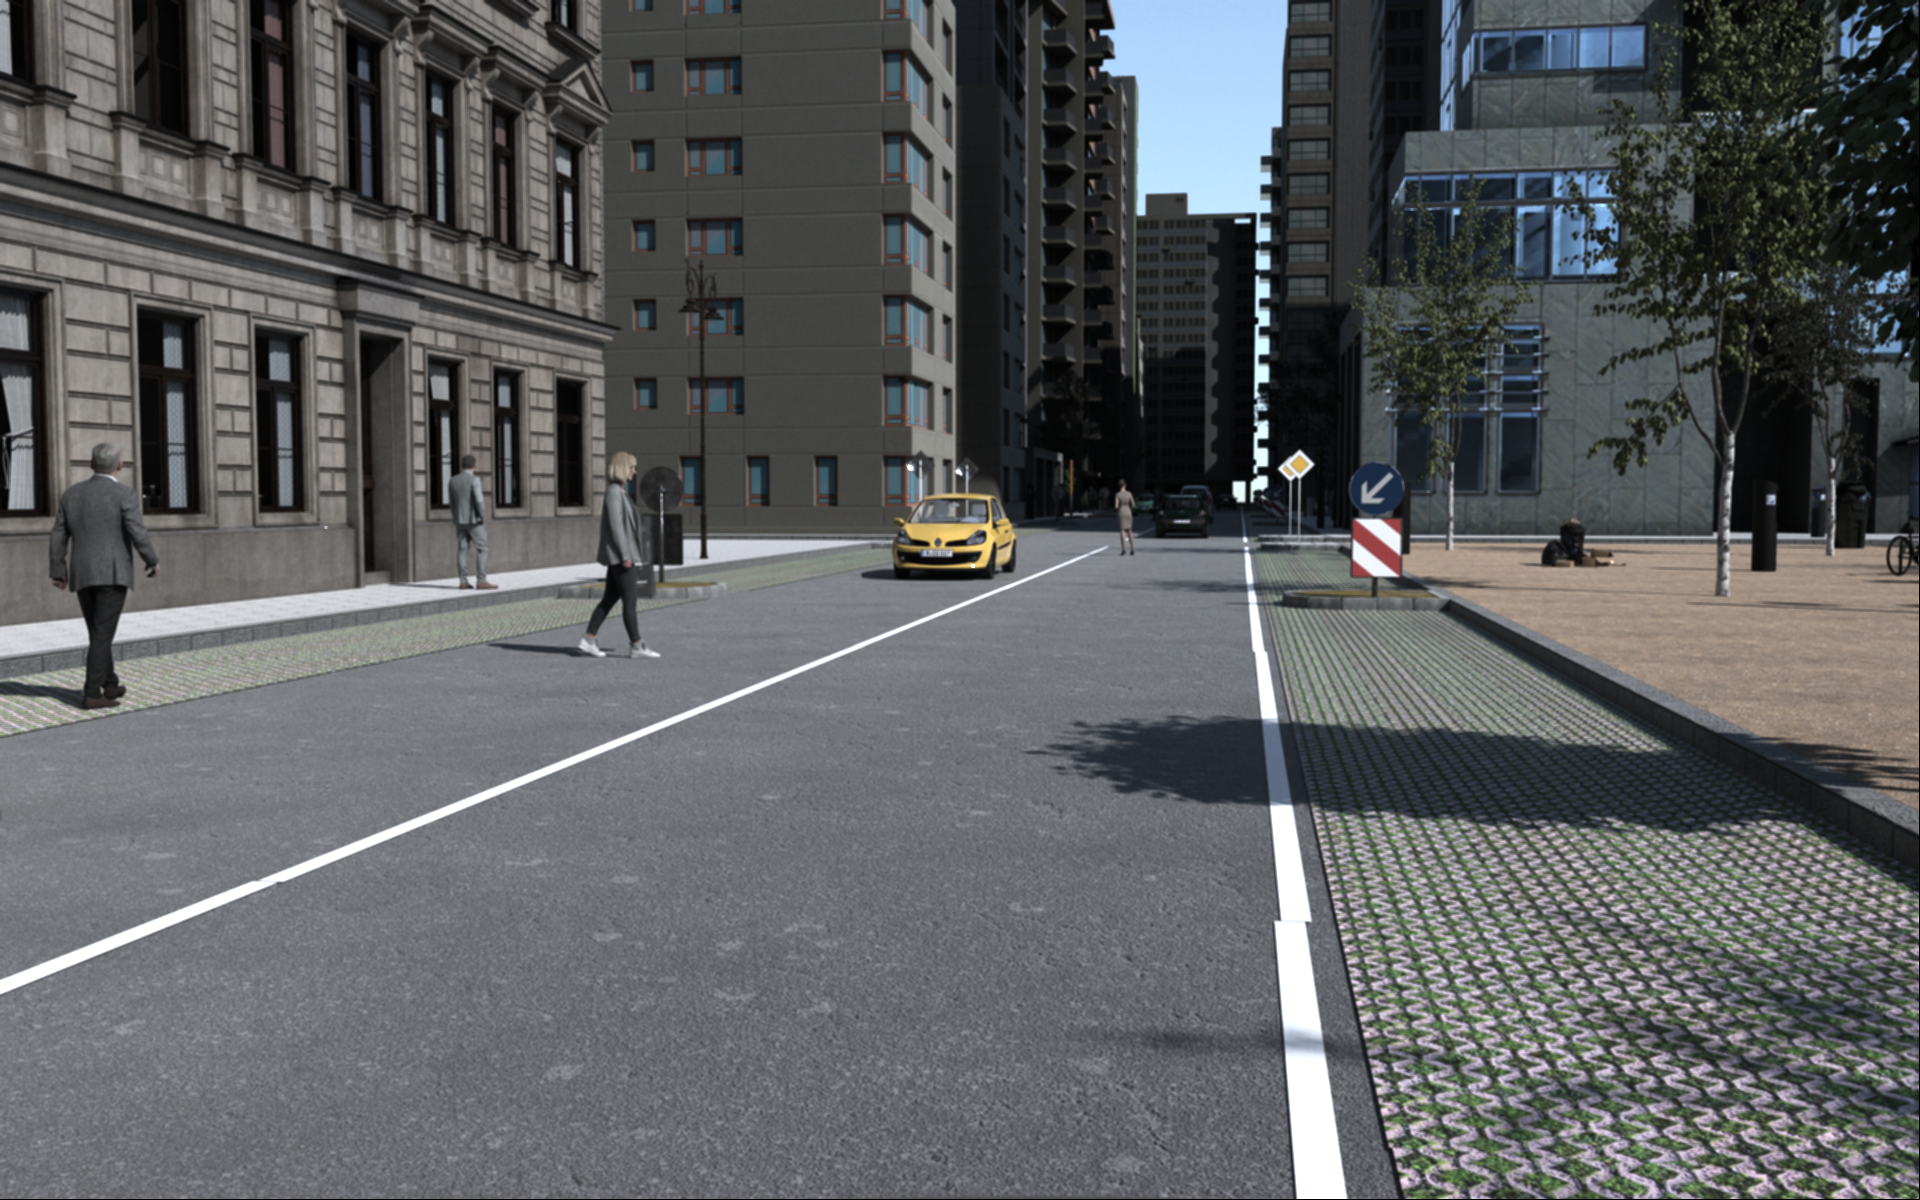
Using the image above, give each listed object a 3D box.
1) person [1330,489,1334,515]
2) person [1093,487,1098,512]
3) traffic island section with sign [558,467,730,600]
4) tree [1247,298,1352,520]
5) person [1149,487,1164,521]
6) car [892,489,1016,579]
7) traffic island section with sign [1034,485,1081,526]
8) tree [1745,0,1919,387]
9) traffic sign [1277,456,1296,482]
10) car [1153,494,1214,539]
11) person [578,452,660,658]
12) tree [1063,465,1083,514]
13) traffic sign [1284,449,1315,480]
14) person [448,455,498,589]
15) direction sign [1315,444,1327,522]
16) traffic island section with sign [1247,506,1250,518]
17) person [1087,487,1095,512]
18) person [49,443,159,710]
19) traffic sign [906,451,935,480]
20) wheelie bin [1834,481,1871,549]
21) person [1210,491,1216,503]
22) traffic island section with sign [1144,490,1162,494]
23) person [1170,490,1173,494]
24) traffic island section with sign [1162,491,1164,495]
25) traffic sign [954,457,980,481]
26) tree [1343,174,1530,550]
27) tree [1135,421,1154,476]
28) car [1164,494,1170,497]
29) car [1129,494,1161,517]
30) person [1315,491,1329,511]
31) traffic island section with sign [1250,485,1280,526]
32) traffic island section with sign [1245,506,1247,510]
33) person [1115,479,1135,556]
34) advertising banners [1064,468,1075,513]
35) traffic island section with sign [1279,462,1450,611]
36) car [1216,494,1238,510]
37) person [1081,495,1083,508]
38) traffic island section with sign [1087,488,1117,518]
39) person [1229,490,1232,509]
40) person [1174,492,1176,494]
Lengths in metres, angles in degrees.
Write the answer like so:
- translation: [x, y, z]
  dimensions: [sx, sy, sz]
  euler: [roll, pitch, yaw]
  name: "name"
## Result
- translation: [18.560, -4.854, 85.424]
  dimensions: [0.660, 1.820, 0.620]
  euler: [2, 4, 23]
  name: "person"
- translation: [9.579, -7.183, 123.830]
  dimensions: [0.601, 1.785, 0.444]
  euler: [1, 4, 17]
  name: "person"
- translation: [-4.337, -0.961, 24.335]
  dimensions: [1.989, 1.847, 2.006]
  euler: [1, 4, 9]
  name: "traffic island section with sign"
- translation: [18.068, -9.104, 83.255]
  dimensions: [8.767, 10.594, 7.601]
  euler: [0, 4, 6]
  name: "tree"
- translation: [10.456, -5.095, 91.764]
  dimensions: [0.822, 1.834, 0.622]
  euler: [1, 4, 18]
  name: "person"
- translation: [-0.061, -1.236, 30.436]
  dimensions: [2.015, 1.641, 3.980]
  euler: [1, 4, 9]
  name: "car"
- translation: [4.476, -4.302, 78.960]
  dimensions: [1.989, 1.847, 2.006]
  euler: [1, 4, 9]
  name: "traffic island section with sign"
- translation: [4.764, -1.413, 6.809]
  dimensions: [4.285, 4.588, 4.351]
  euler: [0, 3, 0]
  name: "tree"
- translation: [10.063, -3.087, 52.665]
  dimensions: [0.795, 2.593, 0.064]
  euler: [1, 4, 9]
  name: "traffic sign"
- translation: [7.382, -2.907, 57.323]
  dimensions: [2.009, 1.686, 4.222]
  euler: [1, 4, 8]
  name: "car"
- translation: [-2.998, -0.401, 15.236]
  dimensions: [0.728, 1.800, 0.709]
  euler: [0, 4, -3]
  name: "person"
- translation: [7.083, -7.289, 113.769]
  dimensions: [1.663, 3.219, 1.824]
  euler: [0, 3, 0]
  name: "tree"
- translation: [8.789, -2.605, 44.781]
  dimensions: [0.795, 2.593, 0.064]
  euler: [1, 4, 9]
  name: "traffic sign"
- translation: [-6.607, -1.052, 23.346]
  dimensions: [0.635, 1.810, 0.391]
  euler: [1, 4, 20]
  name: "person"
- translation: [16.289, -5.273, 78.218]
  dimensions: [0.876, 3.537, 0.379]
  euler: [-3, 5, -44]
  name: "direction sign"
- translation: [18.578, -5.900, 105.099]
  dimensions: [1.989, 1.847, 2.006]
  euler: [1, 4, 9]
  name: "traffic island section with sign"
- translation: [9.214, -7.058, 121.625]
  dimensions: [0.537, 1.800, 0.526]
  euler: [3, 5, 42]
  name: "person"
- translation: [-5.781, -0.176, 11.771]
  dimensions: [0.661, 1.777, 0.834]
  euler: [0, 4, -2]
  name: "person"
- translation: [-1.075, -2.703, 46.391]
  dimensions: [0.795, 2.593, 0.064]
  euler: [1, 4, 9]
  name: "traffic sign"
- translation: [21.054, -2.021, 40.944]
  dimensions: [0.980, 1.594, 0.693]
  euler: [-1, 4, -16]
  name: "wheelie bin"
- translation: [26.621, -10.624, 182.938]
  dimensions: [1.217, 1.736, 0.721]
  euler: [-3, 5, -41]
  name: "person"
- translation: [16.915, -8.997, 155.720]
  dimensions: [1.989, 1.847, 2.006]
  euler: [1, 4, 9]
  name: "traffic island section with sign"
- translation: [18.038, -8.485, 147.260]
  dimensions: [0.705, 1.821, 1.348]
  euler: [-1, 4, -23]
  name: "person"
- translation: [21.208, -10.624, 182.333]
  dimensions: [1.989, 1.847, 2.006]
  euler: [1, 4, 9]
  name: "traffic island section with sign"
- translation: [0.200, -3.186, 54.274]
  dimensions: [0.795, 2.593, 0.064]
  euler: [1, 4, 9]
  name: "traffic sign"
- translation: [10.967, -5.447, 39.427]
  dimensions: [4.737, 8.622, 4.395]
  euler: [0, 3, 0]
  name: "tree"
- translation: [17.328, -13.722, 174.710]
  dimensions: [4.737, 8.622, 4.395]
  euler: [0, 3, 0]
  name: "tree"
- translation: [17.585, -8.275, 144.093]
  dimensions: [1.959, 1.807, 4.718]
  euler: [1, 4, 11]
  name: "car"
- translation: [11.919, -6.066, 110.977]
  dimensions: [2.131, 1.459, 4.920]
  euler: [1, 4, 10]
  name: "car"
- translation: [18.290, -4.973, 87.697]
  dimensions: [0.624, 1.780, 0.694]
  euler: [-3, 5, -44]
  name: "person"
- translation: [14.271, -4.273, 78.489]
  dimensions: [1.989, 1.847, 2.006]
  euler: [1, 4, 9]
  name: "traffic island section with sign"
- translation: [26.341, -8.842, 153.197]
  dimensions: [1.989, 1.847, 2.006]
  euler: [1, 4, 9]
  name: "traffic island section with sign"
- translation: [3.832, -1.932, 40.427]
  dimensions: [0.599, 1.781, 0.374]
  euler: [-1, 4, -23]
  name: "person"
- translation: [6.787, -7.426, 117.608]
  dimensions: [2.074, 3.025, 0.090]
  euler: [1, 4, 20]
  name: "advertising banners"
- translation: [5.152, -0.827, 22.146]
  dimensions: [1.989, 1.847, 2.006]
  euler: [1, 4, 9]
  name: "traffic island section with sign"
- translation: [24.908, -9.181, 161.913]
  dimensions: [2.131, 1.459, 4.920]
  euler: [0, 4, 7]
  name: "car"
- translation: [8.890, -7.145, 127.881]
  dimensions: [0.382, 1.210, 0.505]
  euler: [-2, 4, -26]
  name: "person"
- translation: [8.883, -5.960, 106.076]
  dimensions: [1.989, 1.847, 2.006]
  euler: [1, 4, 9]
  name: "traffic island section with sign"
- translation: [26.741, -9.948, 171.164]
  dimensions: [0.705, 1.821, 1.348]
  euler: [1, 4, 12]
  name: "person"
- translation: [25.285, -11.877, 203.392]
  dimensions: [1.217, 1.736, 0.721]
  euler: [0, 4, 3]
  name: "person"
